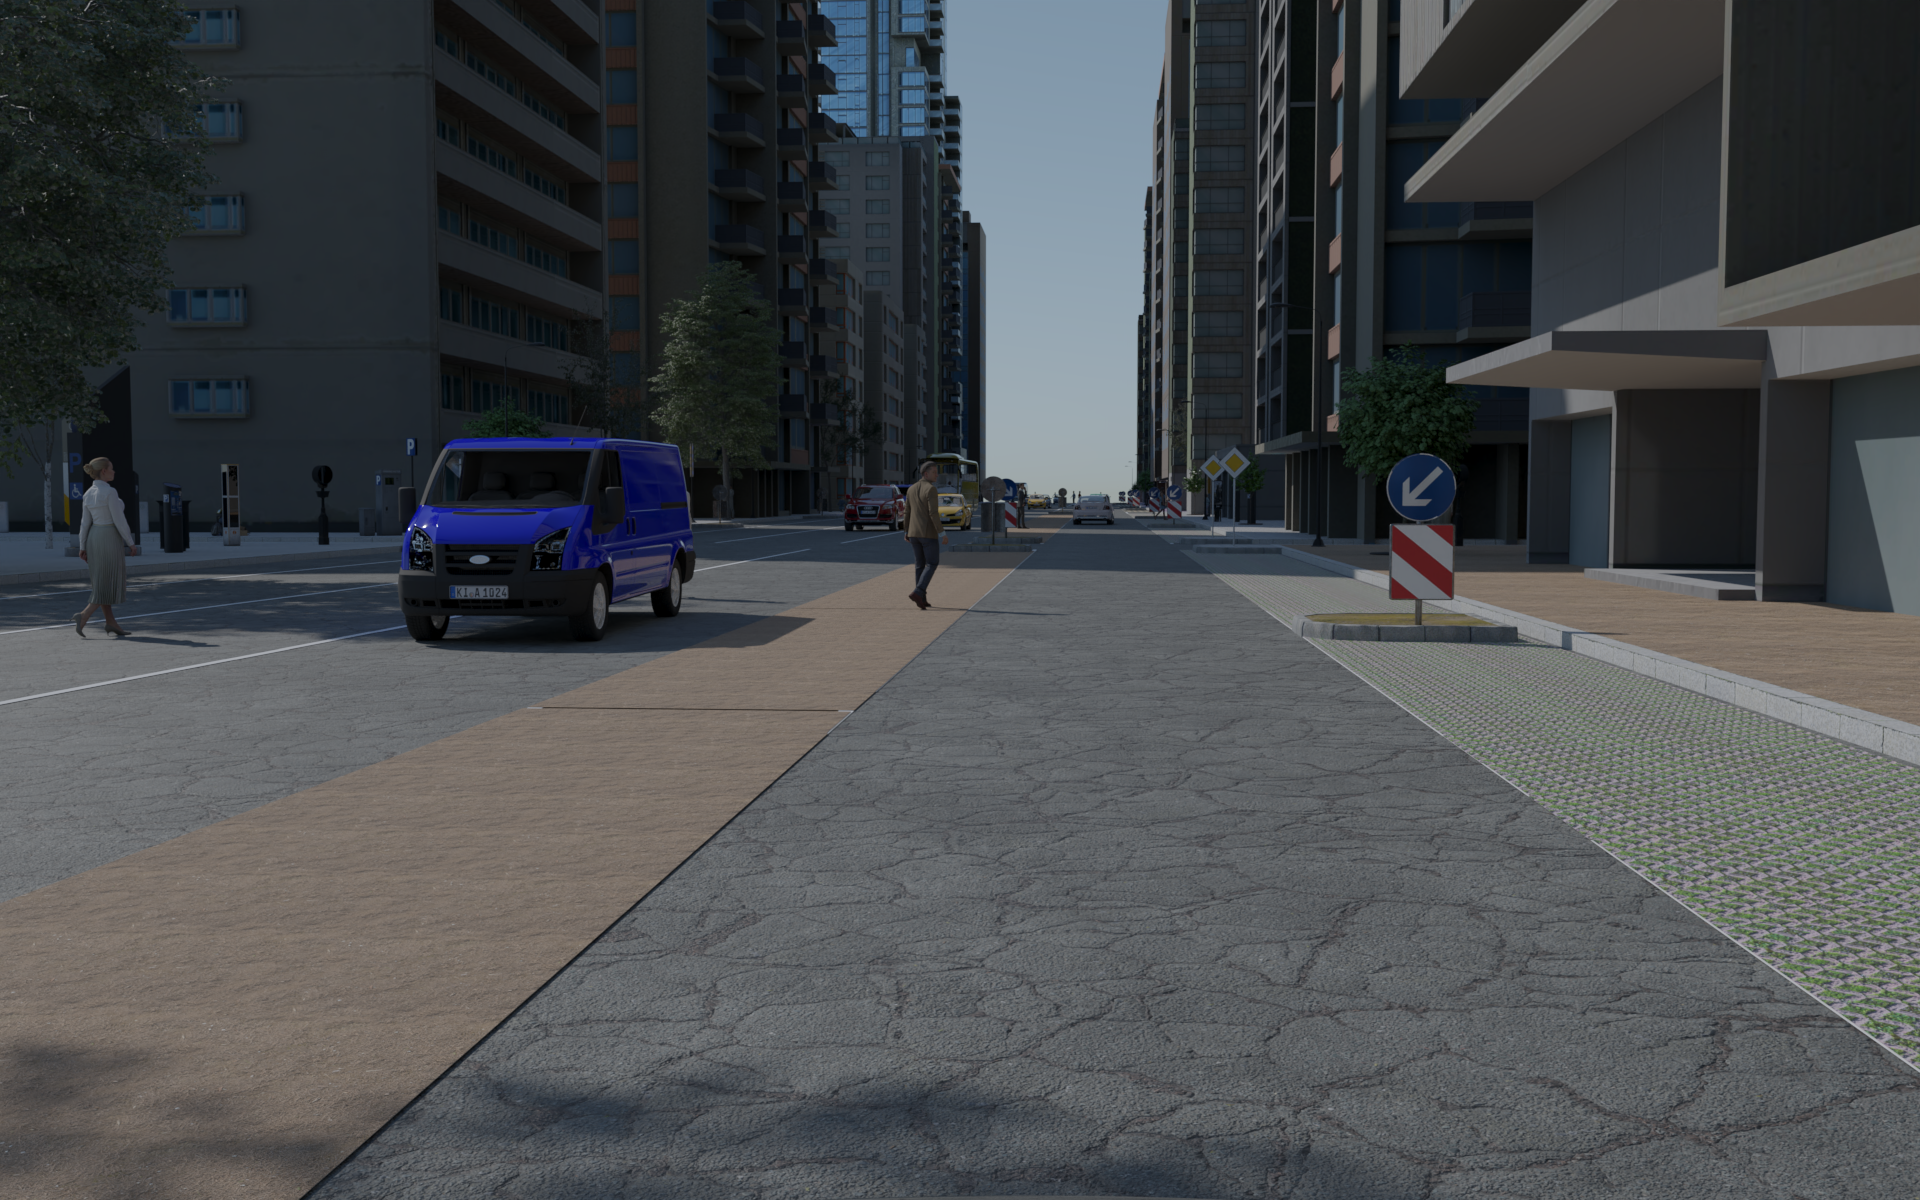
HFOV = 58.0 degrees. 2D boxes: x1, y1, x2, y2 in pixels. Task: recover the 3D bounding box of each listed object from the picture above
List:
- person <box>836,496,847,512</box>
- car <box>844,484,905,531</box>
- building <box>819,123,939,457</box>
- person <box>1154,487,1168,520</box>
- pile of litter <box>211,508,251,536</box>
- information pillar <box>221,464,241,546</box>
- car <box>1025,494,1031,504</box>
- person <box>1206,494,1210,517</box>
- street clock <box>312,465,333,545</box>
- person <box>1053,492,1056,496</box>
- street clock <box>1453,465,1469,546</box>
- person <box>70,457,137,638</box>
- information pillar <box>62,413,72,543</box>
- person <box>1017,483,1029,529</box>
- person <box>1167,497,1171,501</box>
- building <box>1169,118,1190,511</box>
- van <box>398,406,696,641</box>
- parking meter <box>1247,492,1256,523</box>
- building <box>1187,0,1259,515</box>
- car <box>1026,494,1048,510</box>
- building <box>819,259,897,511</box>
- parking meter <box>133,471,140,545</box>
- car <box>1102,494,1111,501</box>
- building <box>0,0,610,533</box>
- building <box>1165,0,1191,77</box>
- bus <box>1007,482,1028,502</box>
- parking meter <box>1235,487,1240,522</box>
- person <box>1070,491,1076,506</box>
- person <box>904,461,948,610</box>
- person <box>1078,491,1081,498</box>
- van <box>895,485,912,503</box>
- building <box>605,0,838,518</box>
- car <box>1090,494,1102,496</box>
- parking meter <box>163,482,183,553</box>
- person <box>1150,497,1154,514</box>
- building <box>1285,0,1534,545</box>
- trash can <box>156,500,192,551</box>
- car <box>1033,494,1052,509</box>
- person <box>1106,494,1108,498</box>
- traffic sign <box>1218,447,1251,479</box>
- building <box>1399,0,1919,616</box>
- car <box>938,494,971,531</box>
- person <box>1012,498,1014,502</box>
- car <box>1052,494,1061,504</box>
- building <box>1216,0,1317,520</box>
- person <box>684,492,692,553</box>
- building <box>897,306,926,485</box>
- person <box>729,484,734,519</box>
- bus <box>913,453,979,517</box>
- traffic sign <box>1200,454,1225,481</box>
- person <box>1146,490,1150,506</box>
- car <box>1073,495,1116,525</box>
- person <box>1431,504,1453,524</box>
[{"bbox_3d":[-8.378,-6.800,122.720,1.012,1.151,0.738,2,4,24],"label":"person"},{"bbox_3d":[-3.308,-3.654,68.422,2.281,1.827,5.304,0,4,4],"label":"car"},{"bbox_3d":[-10.010,-31.127,192.528,14.154,41.232,14.086,0,4,5],"label":"building"},{"bbox_3d":[11.066,-5.289,95.069,0.778,1.811,0.616,0,4,-2],"label":"person"},{"bbox_3d":[-22.383,-2.405,53.294,1.176,0.858,1.719,1,4,10],"label":"pile of litter"},{"bbox_3d":[-17.994,-2.340,42.744,0.304,2.012,0.304,3,5,41],"label":"information pillar"},{"bbox_3d":[8.590,-12.725,220.061,2.014,1.417,4.499,0,4,3],"label":"car"},{"bbox_3d":[13.908,-5.351,97.808,0.425,1.301,0.394,3,5,41],"label":"person"},{"bbox_3d":[-16.064,-2.392,43.678,0.358,2.002,0.471,2,4,29],"label":"street clock"},{"bbox_3d":[15.186,-16.274,275.361,1.217,1.735,0.721,-2,4,-31],"label":"person"},{"bbox_3d":[12.253,-2.324,42.575,0.358,2.002,0.471,-1,4,-20],"label":"street clock"},{"bbox_3d":[-8.612,-0.527,17.337,0.478,1.798,0.641,3,4,38],"label":"person"},{"bbox_3d":[-23.397,-3.321,45.659,0.504,3.616,0.183,1,4,14],"label":"information pillar"},{"bbox_3d":[2.578,-3.867,71.081,0.474,1.900,0.648,-1,4,-9],"label":"person"},{"bbox_3d":[15.430,-7.337,126.540,0.750,1.759,0.617,1,4,20],"label":"person"},{"bbox_3d":[23.477,-22.274,135.886,14.160,30.474,14.107,0,4,5],"label":"building"},{"bbox_3d":[-4.328,-0.873,18.658,2.240,2.365,5.245,0,4,3],"label":"van"},{"bbox_3d":[12.697,-4.096,75.380,0.372,1.533,0.369,0,3,0],"label":"parking meter"},{"bbox_3d":[21.913,-26.249,112.770,14.154,41.232,14.086,0,4,5],"label":"building"},{"bbox_3d":[7.199,-9.288,162.079,2.015,1.641,3.980,0,4,3],"label":"car"},{"bbox_3d":[-20.852,-18.217,142.879,27.650,21.520,28.899,0,4,5],"label":"building"},{"bbox_3d":[-20.753,-2.306,43.421,0.255,1.863,0.399,-1,4,-9],"label":"parking meter"},{"bbox_3d":[23.164,-16.284,278.043,2.131,1.459,4.920,0,4,4],"label":"car"},{"bbox_3d":[-27.183,-27.117,67.059,21.300,48.544,21.600,0,4,5],"label":"building"},{"bbox_3d":[24.765,-30.544,149.502,14.600,45.320,14.200,0,4,5],"label":"building"},{"bbox_3d":[8.766,-16.708,268.031,2.948,3.499,13.247,0,4,6],"label":"bus"},{"bbox_3d":[12.668,-4.496,79.219,0.255,1.863,0.399,0,4,2],"label":"parking meter"},{"bbox_3d":[13.613,-12.186,207.723,0.705,1.826,1.348,-1,4,-22],"label":"person"},{"bbox_3d":[-0.431,-0.805,21.574,0.656,1.842,0.836,1,4,17],"label":"person"},{"bbox_3d":[14.864,-12.599,214.426,0.705,1.831,1.348,2,4,28],"label":"person"},{"bbox_3d":[-3.617,-6.641,112.957,2.240,2.365,5.245,0,4,5],"label":"van"},{"bbox_3d":[-19.374,-27.511,104.432,22.147,44.769,28.867,0,4,5],"label":"building"},{"bbox_3d":[14.787,-10.985,188.404,1.959,1.807,4.718,0,4,4],"label":"car"},{"bbox_3d":[-17.163,-1.796,37.774,0.372,1.533,0.369,0,3,0],"label":"parking meter"},{"bbox_3d":[13.654,-6.811,122.460,0.503,1.515,0.523,1,4,16],"label":"person"},{"bbox_3d":[24.633,-24.539,55.842,28.867,44.769,22.147,0,4,5],"label":"building"},{"bbox_3d":[-17.599,-1.660,38.799,0.748,1.137,0.748,0,3,0],"label":"trash can"},{"bbox_3d":[8.203,-9.818,172.530,2.014,1.417,4.499,0,4,5],"label":"car"},{"bbox_3d":[19.438,-13.318,229.487,0.421,1.427,0.697,0,4,1],"label":"person"},{"bbox_3d":[6.773,-2.475,42.650,0.795,2.593,0.064,0,4,5],"label":"traffic sign"},{"bbox_3d":[20.519,-26.183,17.325,28.713,52.752,27.495,0,4,5],"label":"building"},{"bbox_3d":[-0.508,-3.583,68.800,2.015,1.641,3.980,0,4,5],"label":"car"},{"bbox_3d":[7.531,-14.423,245.041,0.721,1.735,1.217,2,4,24],"label":"person"},{"bbox_3d":[13.864,-14.042,241.587,2.014,1.417,4.499,0,4,4],"label":"car"},{"bbox_3d":[24.013,-39.636,86.304,20.563,71.187,20.611,0,4,5],"label":"building"},{"bbox_3d":[-3.931,-0.929,23.908,0.478,1.798,0.641,1,4,9],"label":"person"},{"bbox_3d":[-18.633,-19.984,171.775,27.650,21.520,28.899,0,4,5],"label":"building"},{"bbox_3d":[-11.853,-5.059,88.936,0.511,1.800,0.466,2,4,26],"label":"person"},{"bbox_3d":[-0.687,-7.075,107.216,2.896,3.916,12.252,0,4,6],"label":"bus"},{"bbox_3d":[7.416,-2.961,50.609,0.795,2.593,0.064,0,4,5],"label":"traffic sign"},{"bbox_3d":[19.766,-10.650,180.977,0.742,1.727,0.445,-1,4,-18],"label":"person"},{"bbox_3d":[6.367,-4.279,82.328,2.083,1.381,4.827,0,4,7],"label":"car"},{"bbox_3d":[10.967,-2.026,39.388,0.641,1.798,0.478,-3,5,-44],"label":"person"}]
